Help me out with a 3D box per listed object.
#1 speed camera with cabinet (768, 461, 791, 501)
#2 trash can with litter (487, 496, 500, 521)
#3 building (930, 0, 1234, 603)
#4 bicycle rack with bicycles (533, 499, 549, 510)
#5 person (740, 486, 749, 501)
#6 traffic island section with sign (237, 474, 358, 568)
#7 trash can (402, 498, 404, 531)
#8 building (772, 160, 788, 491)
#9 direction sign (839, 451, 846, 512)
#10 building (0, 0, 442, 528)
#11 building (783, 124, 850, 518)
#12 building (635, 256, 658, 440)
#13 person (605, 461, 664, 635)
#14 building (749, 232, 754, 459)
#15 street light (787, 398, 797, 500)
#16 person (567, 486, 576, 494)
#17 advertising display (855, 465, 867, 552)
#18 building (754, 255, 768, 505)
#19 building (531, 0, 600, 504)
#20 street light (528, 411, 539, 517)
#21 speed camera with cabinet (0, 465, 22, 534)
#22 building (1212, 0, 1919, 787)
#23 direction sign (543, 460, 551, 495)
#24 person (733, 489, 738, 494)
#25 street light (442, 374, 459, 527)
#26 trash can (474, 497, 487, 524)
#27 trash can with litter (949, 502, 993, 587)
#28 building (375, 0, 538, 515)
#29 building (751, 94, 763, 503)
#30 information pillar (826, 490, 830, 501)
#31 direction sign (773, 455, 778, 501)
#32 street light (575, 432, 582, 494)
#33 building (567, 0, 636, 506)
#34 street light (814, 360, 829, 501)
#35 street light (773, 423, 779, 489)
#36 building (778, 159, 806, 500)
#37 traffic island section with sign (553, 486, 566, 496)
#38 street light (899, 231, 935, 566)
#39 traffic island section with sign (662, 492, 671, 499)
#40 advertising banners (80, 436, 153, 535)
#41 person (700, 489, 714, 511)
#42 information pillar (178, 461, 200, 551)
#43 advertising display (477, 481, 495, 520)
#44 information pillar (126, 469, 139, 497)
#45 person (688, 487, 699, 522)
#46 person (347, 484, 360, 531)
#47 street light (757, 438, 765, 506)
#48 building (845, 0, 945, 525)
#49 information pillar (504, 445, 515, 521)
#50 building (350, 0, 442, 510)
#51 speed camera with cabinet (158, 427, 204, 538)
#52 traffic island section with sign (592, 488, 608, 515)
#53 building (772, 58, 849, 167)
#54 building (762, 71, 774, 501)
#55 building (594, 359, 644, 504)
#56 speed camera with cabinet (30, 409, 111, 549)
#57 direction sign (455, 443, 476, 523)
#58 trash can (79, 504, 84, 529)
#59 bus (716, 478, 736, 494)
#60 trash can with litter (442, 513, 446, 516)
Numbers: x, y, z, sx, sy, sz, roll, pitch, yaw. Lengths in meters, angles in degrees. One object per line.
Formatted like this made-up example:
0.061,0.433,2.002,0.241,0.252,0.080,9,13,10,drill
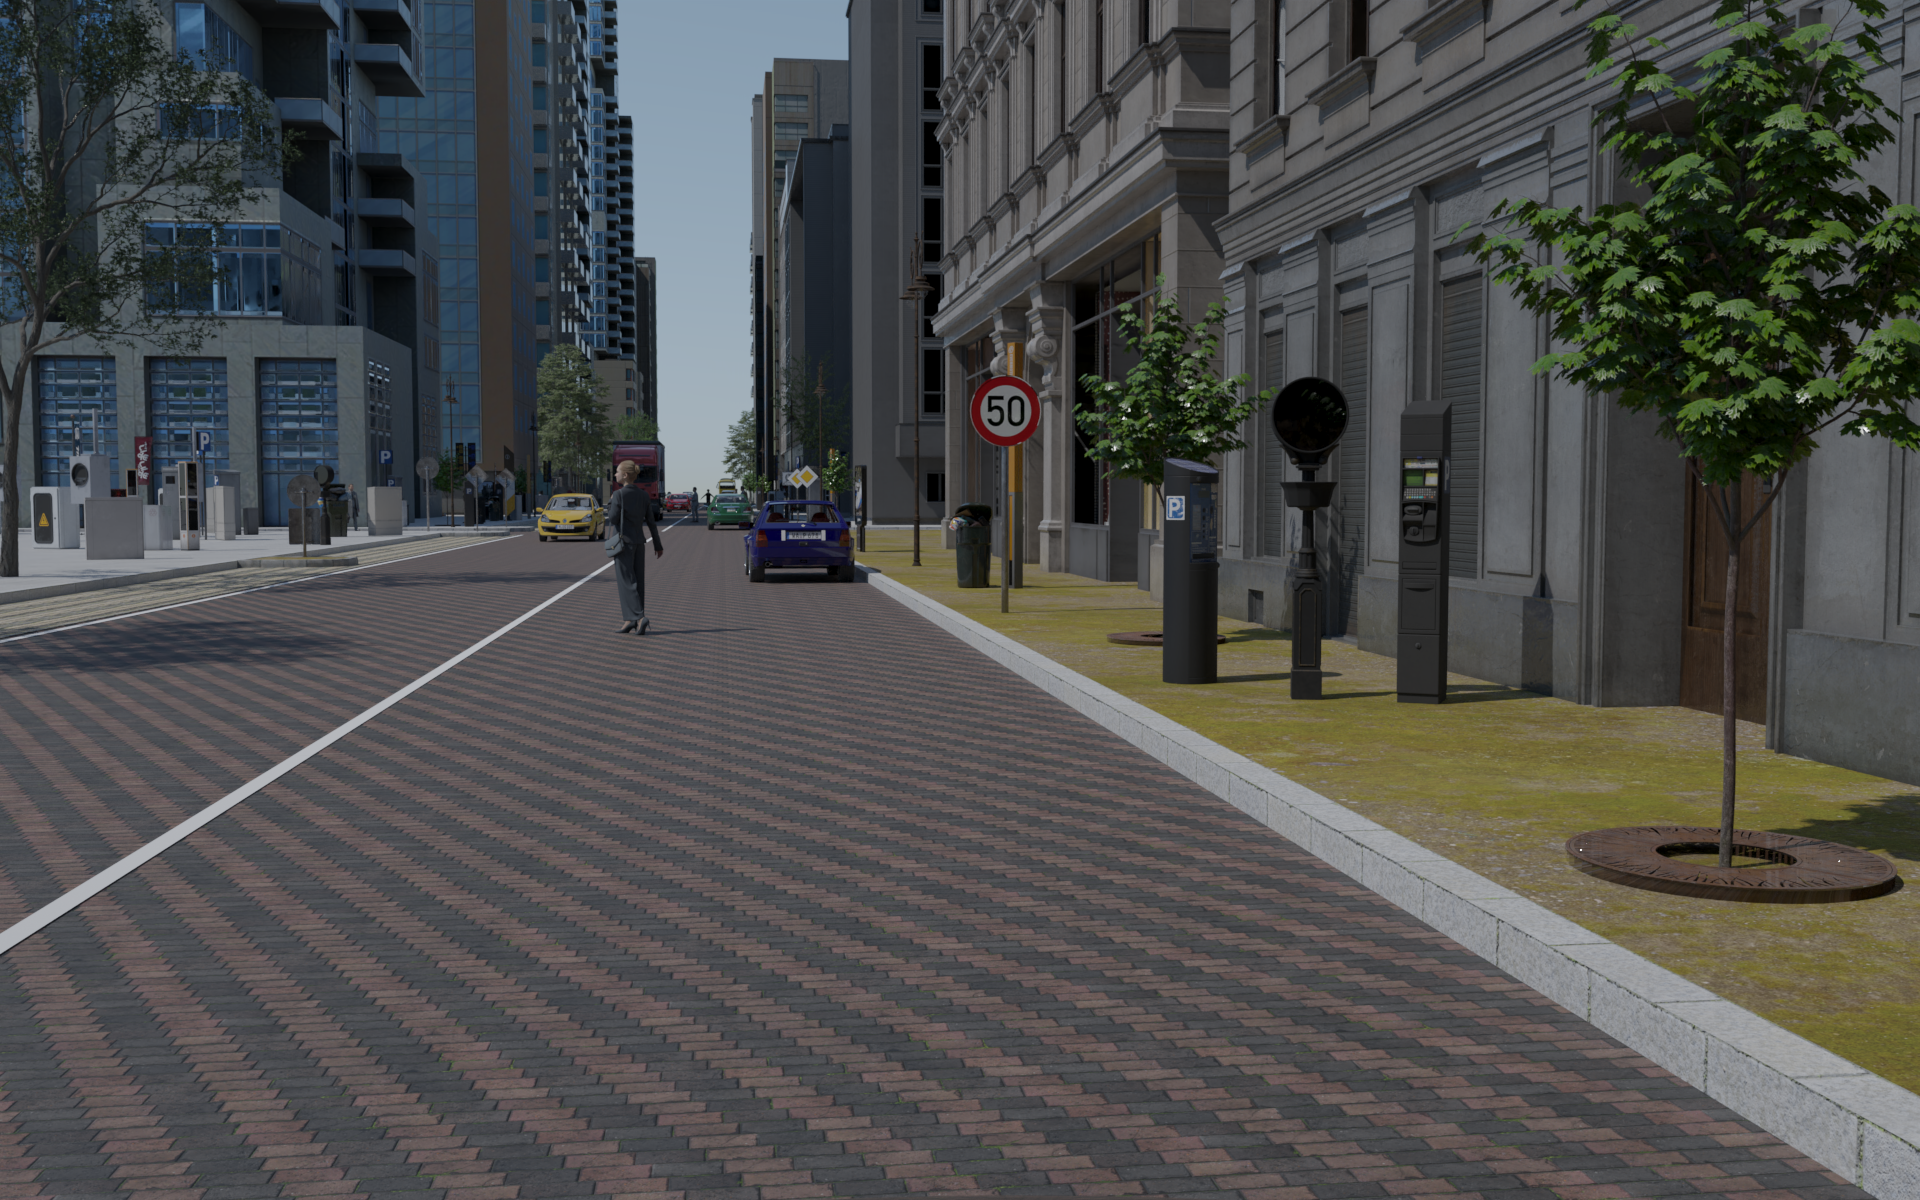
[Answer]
-10.866,-6.753,104.745,0.660,3.252,2.038,-2,4,-35,speed camera with cabinet
-22.141,-4.321,82.036,0.624,1.170,1.055,-2,4,-24,trash can with litter
4.128,-11.546,39.679,10.553,20.767,40.483,0,4,-8,building
-31.834,-7.166,130.554,2.852,0.926,2.925,-2,4,-25,bicycle rack with bicycles
-10.599,-4.677,84.878,0.656,1.842,0.836,1,4,20,person
-13.117,-1.580,34.468,1.989,1.847,2.006,0,4,-8,traffic island section with sign
-18.565,-2.753,56.666,0.748,1.137,0.748,0,3,0,trash can
-9.546,-23.340,153.316,14.160,30.474,14.107,0,4,-8,building
-6.413,-6.114,91.959,0.876,3.537,0.379,-2,4,-32,direction sign
-36.039,-46.809,78.002,22.319,86.520,31.000,0,4,-8,building
-3.283,-17.636,107.411,14.314,24.678,30.058,0,4,-8,building
-57.996,-37.079,289.843,14.154,41.232,14.086,0,4,-8,building
-3.326,-0.538,17.725,0.534,1.772,0.576,1,4,17,person
-23.401,-40.786,286.463,23.786,49.044,30.456,0,4,-8,building
-8.087,-6.757,83.271,0.468,5.910,1.993,0,4,-8,street light
-18.973,-4.658,84.637,0.580,1.828,0.573,2,4,28,person
-2.205,-2.036,38.497,0.123,1.923,0.974,-1,4,-13,advertising display
-17.941,-26.879,211.180,14.160,30.474,14.107,0,4,-8,building
-44.982,-32.691,154.110,23.786,49.044,30.456,0,4,-8,building
-23.620,-7.538,96.040,0.468,5.910,1.993,0,4,-8,street light
-30.891,-3.730,55.326,2.038,3.252,0.660,2,4,27,speed camera with cabinet
8.569,-9.811,9.559,9.793,20.994,18.267,0,4,-8,building
-27.855,-7.642,116.951,0.379,3.537,0.876,1,4,22,direction sign
-16.915,-7.497,130.887,0.447,1.846,0.655,-1,4,-15,person
-19.577,-5.743,66.688,0.468,5.910,1.993,0,4,-8,street light
-20.574,-3.809,73.938,0.748,1.137,0.748,0,3,0,trash can
0.115,-0.768,23.947,0.624,1.170,1.055,0,4,-6,trash can with litter
-34.942,-28.142,110.237,14.600,45.320,14.200,0,4,-8,building
-20.206,-43.735,257.058,21.231,58.520,28.212,0,4,-8,building
-6.353,-4.896,84.537,0.304,2.012,0.304,3,5,44,information pillar
-10.672,-6.625,100.316,0.379,3.537,0.876,-1,4,-21,direction sign
-27.705,-9.361,125.844,0.468,5.910,1.993,0,4,-8,street light
-59.785,-58.277,265.506,22.319,86.520,31.000,0,4,-8,building
-4.823,-5.337,60.044,0.468,5.910,1.993,0,4,-8,street light
-11.963,-8.554,112.646,0.468,5.910,1.993,0,4,-8,street light
-7.548,-19.269,133.067,12.078,24.808,19.932,0,4,-8,building
-20.647,-4.949,89.549,1.989,1.847,2.006,0,4,-8,traffic island section with sign
-0.769,-3.542,30.694,0.468,5.910,1.993,0,4,-8,street light
-45.985,-16.260,274.484,1.989,1.847,2.006,0,4,-8,traffic island section with sign
-25.404,-3.427,52.214,2.074,3.025,0.090,-1,4,-11,advertising banners
-21.764,-8.659,149.705,1.348,1.869,0.705,-1,4,-20,person
-17.454,-2.124,39.213,0.304,2.012,0.304,2,4,34,information pillar
-23.433,-4.919,85.643,0.974,1.923,0.123,2,4,24,advertising display
-24.224,-2.828,50.733,0.304,2.012,0.304,-1,4,-21,information pillar
-13.548,-4.852,88.034,0.583,1.804,0.606,-1,4,-10,person
-22.475,-3.383,63.921,0.767,1.812,0.694,3,4,38,person
-16.211,-10.374,142.409,0.468,5.910,1.993,0,4,-8,street light
7.425,-17.358,77.305,24.014,27.812,14.314,0,4,-8,building
-21.568,-5.597,82.858,0.504,3.616,0.183,-2,4,-35,information pillar
-49.350,-53.251,183.326,22.319,86.520,31.000,0,4,-8,building
-23.135,-3.489,51.380,0.660,3.252,2.038,-3,5,-45,speed camera with cabinet
-24.306,-6.583,116.255,1.989,1.847,2.006,0,4,-8,traffic island section with sign
-10.983,-29.567,167.008,14.154,41.232,14.086,0,4,-8,building
-13.533,-32.513,181.702,14.600,45.320,14.200,0,4,-8,building
-57.984,-23.981,237.120,27.650,21.520,28.899,0,4,-8,building
-20.704,-2.809,40.264,2.038,3.252,0.660,2,4,25,speed camera with cabinet
-21.745,-5.154,76.268,0.876,3.537,0.379,0,4,-1,direction sign
-32.570,-3.221,64.325,0.748,1.137,0.748,0,3,0,trash can
-36.158,-16.913,268.066,2.896,3.916,12.252,-1,4,-9,bus
-30.553,-5.441,100.023,2.233,1.210,1.678,1,4,13,trash can with litter
